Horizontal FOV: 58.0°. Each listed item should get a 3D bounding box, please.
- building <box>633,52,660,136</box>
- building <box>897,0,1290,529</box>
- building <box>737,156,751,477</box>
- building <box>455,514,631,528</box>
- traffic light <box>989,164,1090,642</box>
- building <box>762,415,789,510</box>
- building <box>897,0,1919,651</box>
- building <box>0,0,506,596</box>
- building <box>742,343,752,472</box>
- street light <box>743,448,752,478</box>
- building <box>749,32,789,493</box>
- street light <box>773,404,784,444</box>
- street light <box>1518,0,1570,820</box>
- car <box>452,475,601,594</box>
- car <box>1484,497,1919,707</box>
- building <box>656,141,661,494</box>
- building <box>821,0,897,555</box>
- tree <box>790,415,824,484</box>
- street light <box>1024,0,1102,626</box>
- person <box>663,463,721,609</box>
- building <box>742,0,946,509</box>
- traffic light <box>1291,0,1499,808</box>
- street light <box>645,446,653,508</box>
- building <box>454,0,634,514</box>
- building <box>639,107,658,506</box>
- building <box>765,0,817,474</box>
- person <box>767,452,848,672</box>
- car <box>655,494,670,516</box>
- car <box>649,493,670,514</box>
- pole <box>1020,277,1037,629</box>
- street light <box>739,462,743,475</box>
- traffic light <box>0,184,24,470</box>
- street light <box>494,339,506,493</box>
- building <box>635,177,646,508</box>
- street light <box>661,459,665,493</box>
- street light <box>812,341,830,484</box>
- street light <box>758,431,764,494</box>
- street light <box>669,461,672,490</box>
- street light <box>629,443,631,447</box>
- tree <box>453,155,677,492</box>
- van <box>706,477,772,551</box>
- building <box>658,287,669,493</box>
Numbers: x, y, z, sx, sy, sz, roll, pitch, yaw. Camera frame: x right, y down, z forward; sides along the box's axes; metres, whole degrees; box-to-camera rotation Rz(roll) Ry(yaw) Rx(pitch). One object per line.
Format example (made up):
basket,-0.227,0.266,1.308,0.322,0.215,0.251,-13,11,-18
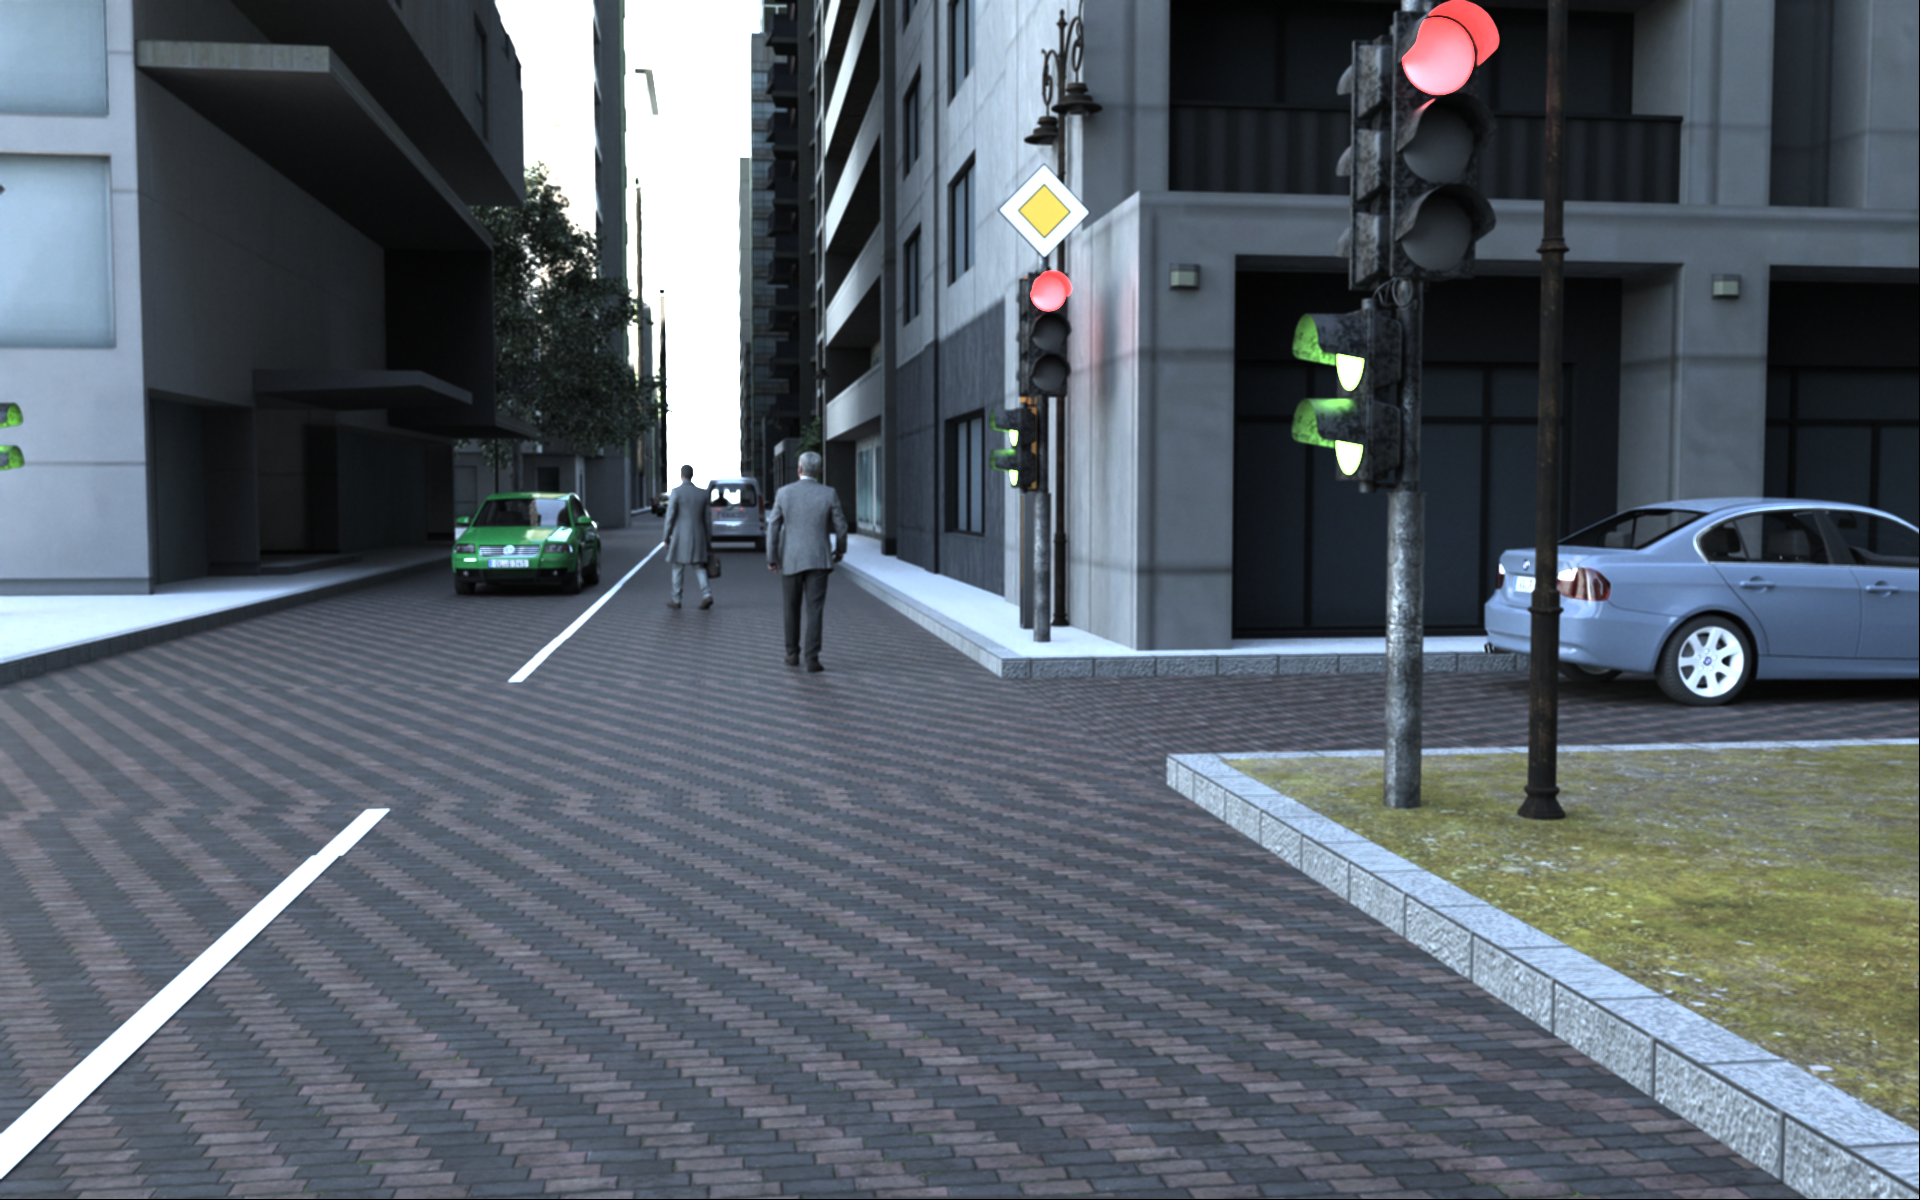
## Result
building,-51.085,-37.986,210.308,28.713,52.752,27.495,0,4,-8
building,1.892,-39.205,79.248,20.563,71.187,20.611,0,4,-8
building,-19.573,-37.553,237.700,21.300,48.544,21.600,0,4,-8
building,-21.060,-23.657,70.380,14.154,41.232,14.086,0,4,-8
traffic light,0.693,-1.591,14.928,0.839,4.253,0.868,0,4,-8
building,-4.125,-50.313,135.285,22.319,86.520,31.000,0,4,-8
building,10.233,-35.795,23.499,20.611,71.187,20.563,0,4,-8
building,-22.954,-27.016,30.950,28.713,52.752,27.495,0,4,-8
building,-12.773,-22.564,213.966,27.650,21.520,28.899,0,4,-8
street light,-21.387,-12.384,175.262,0.468,5.910,1.993,0,4,-8
building,-12.067,-29.033,158.277,14.154,41.232,14.086,0,4,-8
street light,-9.521,-7.251,91.337,0.468,5.910,1.993,0,4,-8
street light,2.317,-2.076,6.725,0.468,5.910,1.993,0,4,-8
car,-6.496,-1.064,26.196,1.959,1.807,4.718,0,4,-6
car,6.163,-0.039,12.640,4.499,1.417,2.014,-1,4,-8
building,-40.559,-31.045,191.177,14.154,41.232,14.086,0,4,-8
building,7.528,-25.862,46.548,21.300,48.544,21.600,0,4,-8
tree,-4.337,-4.749,61.357,4.285,4.588,4.351,0,3,0
street light,0.973,-2.686,16.697,0.468,5.910,1.993,0,4,-8
person,-3.391,-0.798,21.648,0.694,1.812,0.767,-3,4,-37
building,-13.355,-45.821,187.419,20.563,71.187,20.611,0,4,-8
traffic light,1.802,-1.107,7.020,0.839,4.253,0.868,0,4,-8
street light,-29.286,-11.593,162.328,0.468,5.910,1.993,0,4,-8
building,-32.744,-27.634,135.405,14.154,41.232,14.086,0,4,-8
building,-38.757,-30.185,177.115,14.154,41.232,14.086,0,4,-8
building,-0.665,-27.641,106.561,22.147,44.769,28.867,0,4,-8
person,-1.263,-0.328,14.260,0.661,1.777,0.834,-1,4,-9
car,-18.687,-6.154,112.412,2.131,1.459,4.920,0,4,-7
car,-21.885,-7.292,128.265,2.155,1.783,4.494,0,4,-7
pole,0.663,-1.381,16.420,0.158,3.312,0.155,0,3,0
street light,-26.434,-14.578,211.141,0.468,5.910,1.993,0,4,-8
traffic light,-7.932,-1.516,13.706,0.839,4.253,0.868,0,4,-8
street light,-13.483,-4.742,50.321,0.468,5.910,1.993,0,4,-8
building,-34.868,-23.156,150.304,14.160,30.474,14.107,0,4,-8
street light,-35.743,-14.428,208.690,0.468,5.910,1.993,0,4,-8
street light,-4.207,-4.879,52.558,0.468,5.910,1.993,0,4,-8
street light,-14.654,-9.456,127.394,0.468,5.910,1.993,0,4,-8
street light,-40.910,-16.642,244.888,0.468,5.910,1.993,0,4,-8
street light,-24.234,-9.396,126.412,0.468,5.910,1.993,0,4,-8
tree,-14.818,-8.617,57.901,9.611,12.733,9.660,0,3,0
van,-5.857,-2.304,44.676,2.013,2.044,4.112,0,4,-8
building,-46.693,-28.227,233.208,14.160,30.474,14.107,0,4,-8
